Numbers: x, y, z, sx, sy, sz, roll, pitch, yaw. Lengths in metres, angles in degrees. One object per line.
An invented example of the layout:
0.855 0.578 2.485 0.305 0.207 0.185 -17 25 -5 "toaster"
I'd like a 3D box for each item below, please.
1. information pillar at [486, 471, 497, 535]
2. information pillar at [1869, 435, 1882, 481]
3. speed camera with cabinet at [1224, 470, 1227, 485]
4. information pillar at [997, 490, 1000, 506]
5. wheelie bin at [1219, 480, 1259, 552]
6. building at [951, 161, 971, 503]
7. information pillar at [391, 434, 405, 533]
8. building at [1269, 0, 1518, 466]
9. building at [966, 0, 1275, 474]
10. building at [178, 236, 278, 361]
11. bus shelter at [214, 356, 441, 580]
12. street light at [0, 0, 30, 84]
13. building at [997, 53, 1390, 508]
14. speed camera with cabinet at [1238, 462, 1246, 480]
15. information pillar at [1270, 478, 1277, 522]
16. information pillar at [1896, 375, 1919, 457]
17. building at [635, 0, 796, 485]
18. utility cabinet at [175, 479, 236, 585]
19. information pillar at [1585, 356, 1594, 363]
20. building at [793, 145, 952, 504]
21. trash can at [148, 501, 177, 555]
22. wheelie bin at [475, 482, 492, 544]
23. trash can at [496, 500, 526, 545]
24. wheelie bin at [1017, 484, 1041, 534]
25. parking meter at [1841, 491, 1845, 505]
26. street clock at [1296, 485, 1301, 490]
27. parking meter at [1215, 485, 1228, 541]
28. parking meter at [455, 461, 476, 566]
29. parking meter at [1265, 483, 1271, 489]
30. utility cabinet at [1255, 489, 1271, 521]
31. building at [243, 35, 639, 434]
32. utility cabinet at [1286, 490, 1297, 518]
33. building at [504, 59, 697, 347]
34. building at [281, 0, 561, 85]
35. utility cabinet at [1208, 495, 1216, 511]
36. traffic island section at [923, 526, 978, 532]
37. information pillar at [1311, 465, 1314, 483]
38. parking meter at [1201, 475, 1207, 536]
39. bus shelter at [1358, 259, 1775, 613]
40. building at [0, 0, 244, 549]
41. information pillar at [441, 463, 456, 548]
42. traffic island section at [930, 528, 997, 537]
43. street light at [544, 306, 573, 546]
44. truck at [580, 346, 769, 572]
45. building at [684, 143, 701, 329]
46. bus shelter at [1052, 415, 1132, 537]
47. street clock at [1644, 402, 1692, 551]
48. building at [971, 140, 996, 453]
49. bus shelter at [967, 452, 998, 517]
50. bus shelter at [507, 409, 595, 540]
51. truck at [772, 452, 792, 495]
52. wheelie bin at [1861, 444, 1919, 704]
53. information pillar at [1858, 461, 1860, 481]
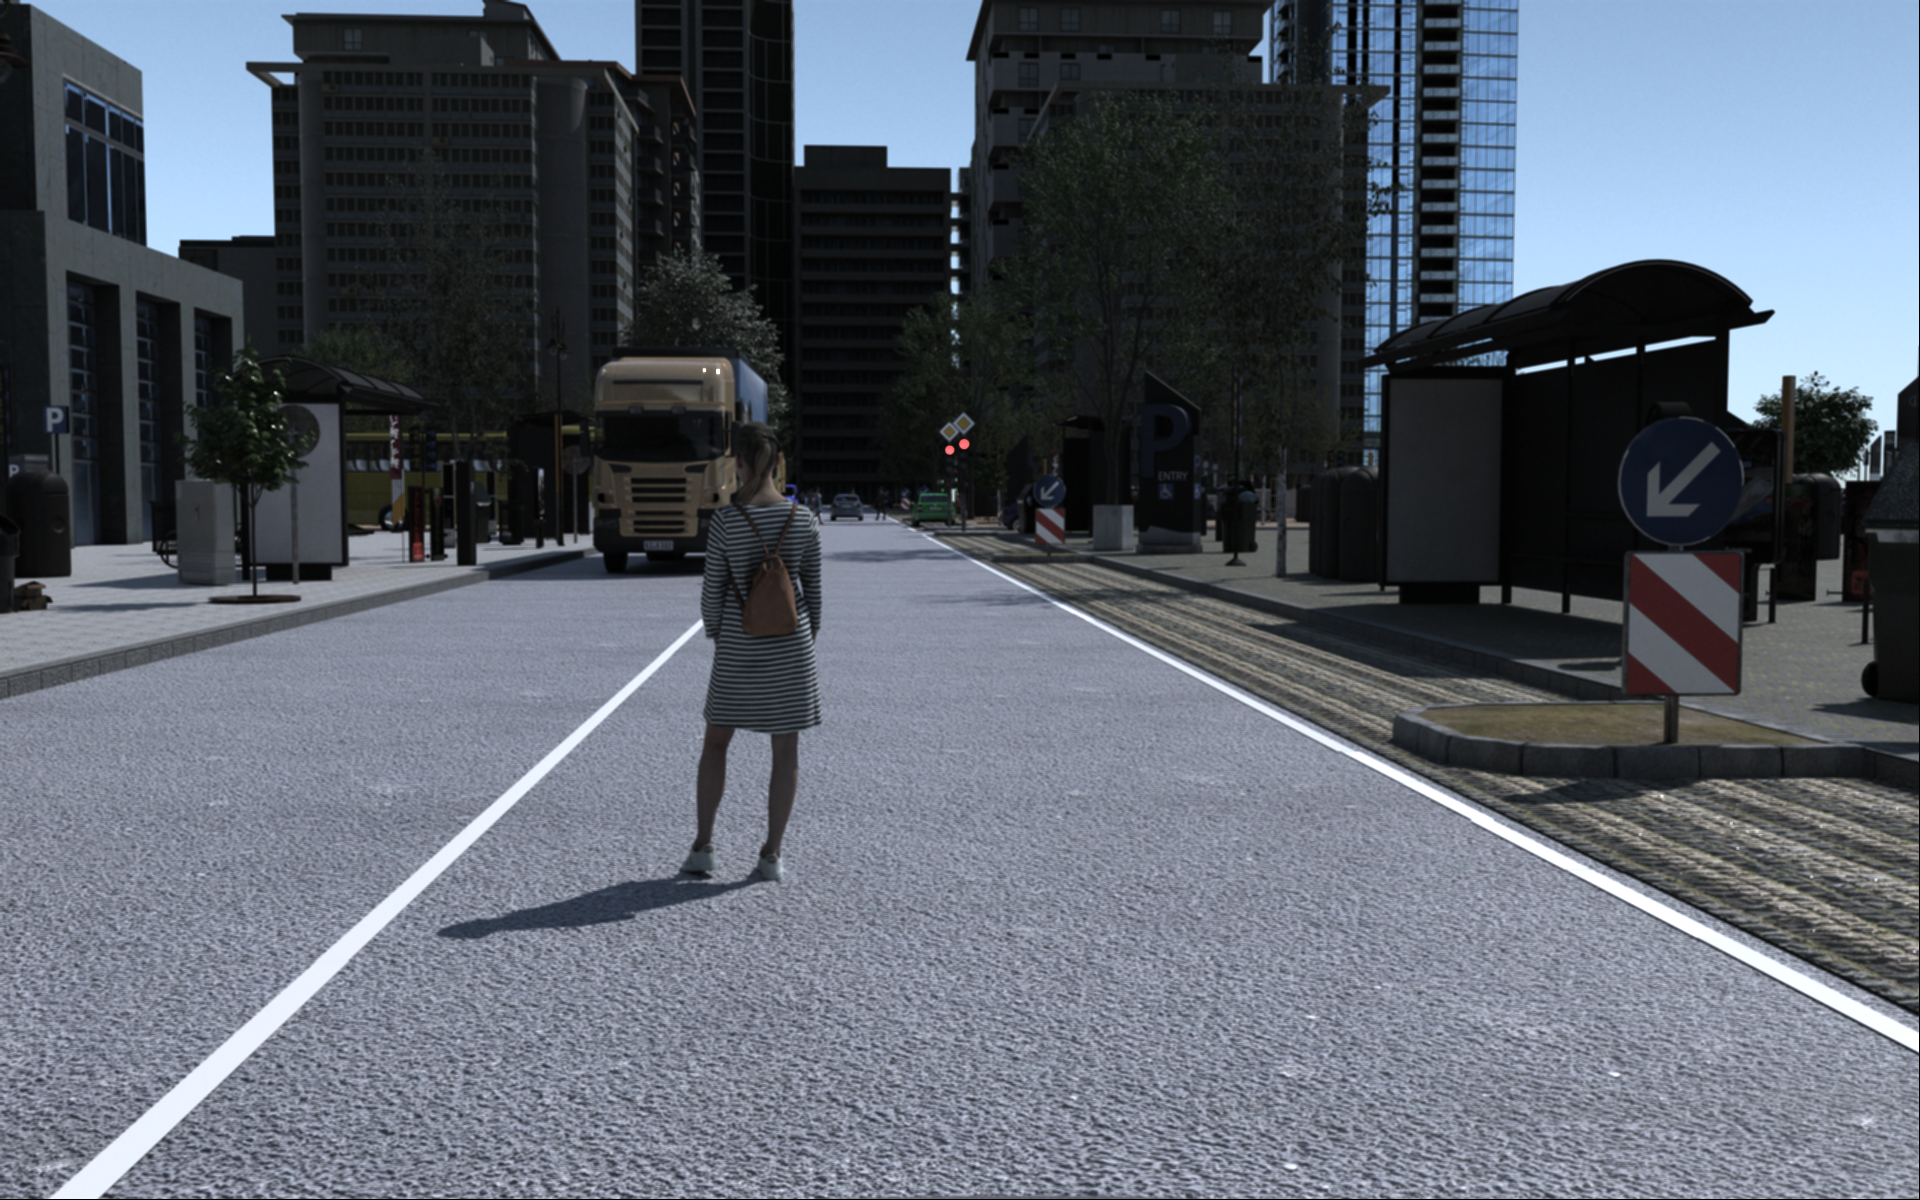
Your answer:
-14.658 -3.038 54.168 0.304 2.012 0.304 -1 4 -11 "information pillar"
36.554 -4.760 69.184 0.504 3.616 0.183 -1 4 -19 "information pillar"
20.887 -8.439 132.314 2.038 3.252 0.660 2 4 31 "speed camera with cabinet"
2.680 -7.348 124.634 0.304 2.012 0.304 -3 5 -39 "information pillar"
6.171 -1.854 38.219 0.980 1.594 0.693 3 5 44 "wheelie bin"
13.505 -38.350 246.630 30.456 49.044 23.786 0 4 -4 "building"
-18.560 -4.023 57.133 0.504 3.616 0.183 2 4 28 "information pillar"
50.444 -54.370 201.613 31.000 86.520 22.319 0 4 -4 "building"
15.923 -36.281 182.424 28.713 52.752 27.495 0 4 -4 "building"
-79.539 -26.099 198.424 14.107 30.474 14.160 0 4 -4 "building"
-10.088 -2.096 28.187 2.014 3.302 5.546 0 4 -4 "bus shelter"
-7.805 -2.493 13.541 0.468 5.910 1.993 0 4 -4 "street light"
19.592 -28.458 157.176 32.217 40.220 23.993 0 4 -4 "building"
17.952 -6.857 106.449 2.038 3.252 0.660 3 4 39 "speed camera with cabinet"
14.442 -4.581 79.395 0.304 2.012 0.304 -3 5 -43 "information pillar"
18.310 -2.571 33.383 0.183 3.616 0.504 -3 4 -37 "information pillar"
-33.374 -49.050 240.218 20.611 71.187 20.563 0 4 -4 "building"
-10.697 -0.969 24.518 1.173 1.500 0.318 3 5 42 "utility cabinet"
10.591 -2.291 28.810 0.504 3.616 0.183 2 4 32 "information pillar"
-12.422 -37.931 243.877 21.600 48.544 21.300 0 4 -4 "building"
-16.787 -1.531 36.693 0.748 1.137 0.748 0 3 0 "trash can"
-12.641 -2.267 44.968 0.693 1.594 0.980 2 4 25 "wheelie bin"
-11.295 -1.954 43.594 0.748 1.137 0.748 0 3 0 "trash can"
2.262 -2.975 56.549 0.693 1.594 0.980 -1 4 -19 "wheelie bin"
52.191 -5.734 102.161 0.372 1.533 0.369 0 3 0 "parking meter"
25.808 -7.791 131.956 0.471 2.002 0.358 1 4 13 "street clock"
7.148 -2.369 47.140 0.372 1.533 0.369 0 3 0 "parking meter"
-8.878 -1.555 31.131 0.255 1.863 0.399 0 4 1 "parking meter"
15.820 -5.086 88.870 0.255 1.863 0.399 -2 4 -35 "parking meter"
14.301 -4.485 82.007 1.173 1.500 0.318 2 4 29 "utility cabinet"
-41.734 -28.102 151.354 32.217 40.220 23.993 0 4 -4 "building"
17.652 -5.090 91.894 1.173 1.500 0.318 1 4 12 "utility cabinet"
-38.707 -32.002 177.860 22.147 44.769 28.867 0 4 -4 "building"
-58.321 -36.884 192.288 27.495 52.752 28.713 0 4 -4 "building"
14.141 -5.384 99.188 1.020 1.237 0.306 1 4 15 "utility cabinet"
-0.392 -2.756 67.341 2.009 0.180 2.903 0 4 -4 "traffic island section"
28.380 -9.061 139.502 0.183 3.616 0.504 0 4 -2 "information pillar"
7.383 -2.914 53.355 0.399 1.863 0.255 -1 4 -22 "parking meter"
5.858 -1.456 17.733 2.014 3.302 5.546 0 4 -4 "bus shelter"
-36.356 -44.357 37.909 31.000 86.520 22.319 0 4 -4 "building"
-12.144 -2.241 41.129 0.304 2.012 0.304 -1 4 -17 "information pillar"
0.148 -2.269 59.374 2.009 0.180 2.903 0 4 -4 "traffic island section"
-9.859 -4.273 42.646 0.468 5.910 1.993 0 4 -4 "street light"
-5.499 -2.833 35.230 2.839 4.237 11.283 0 4 -2 "truck"
-37.401 -31.661 201.259 14.086 41.232 14.154 0 4 -4 "building"
4.115 -3.862 54.423 1.731 3.624 6.357 0 4 -4 "bus shelter"
5.579 -0.558 13.687 0.358 2.002 0.471 0 4 3 "street clock"
8.203 -31.771 203.054 14.154 41.232 14.086 0 4 -4 "building"
1.095 -6.568 98.669 1.731 3.624 6.357 0 4 -4 "bus shelter"
-11.923 -3.662 51.153 1.731 3.624 6.357 0 4 -4 "bus shelter"
-8.979 -4.860 75.382 3.469 3.379 9.791 0 4 -5 "truck"
6.047 -0.171 10.697 0.693 1.594 0.980 -1 4 -21 "wheelie bin"
62.597 -7.908 120.657 0.183 3.616 0.504 2 4 35 "information pillar"
